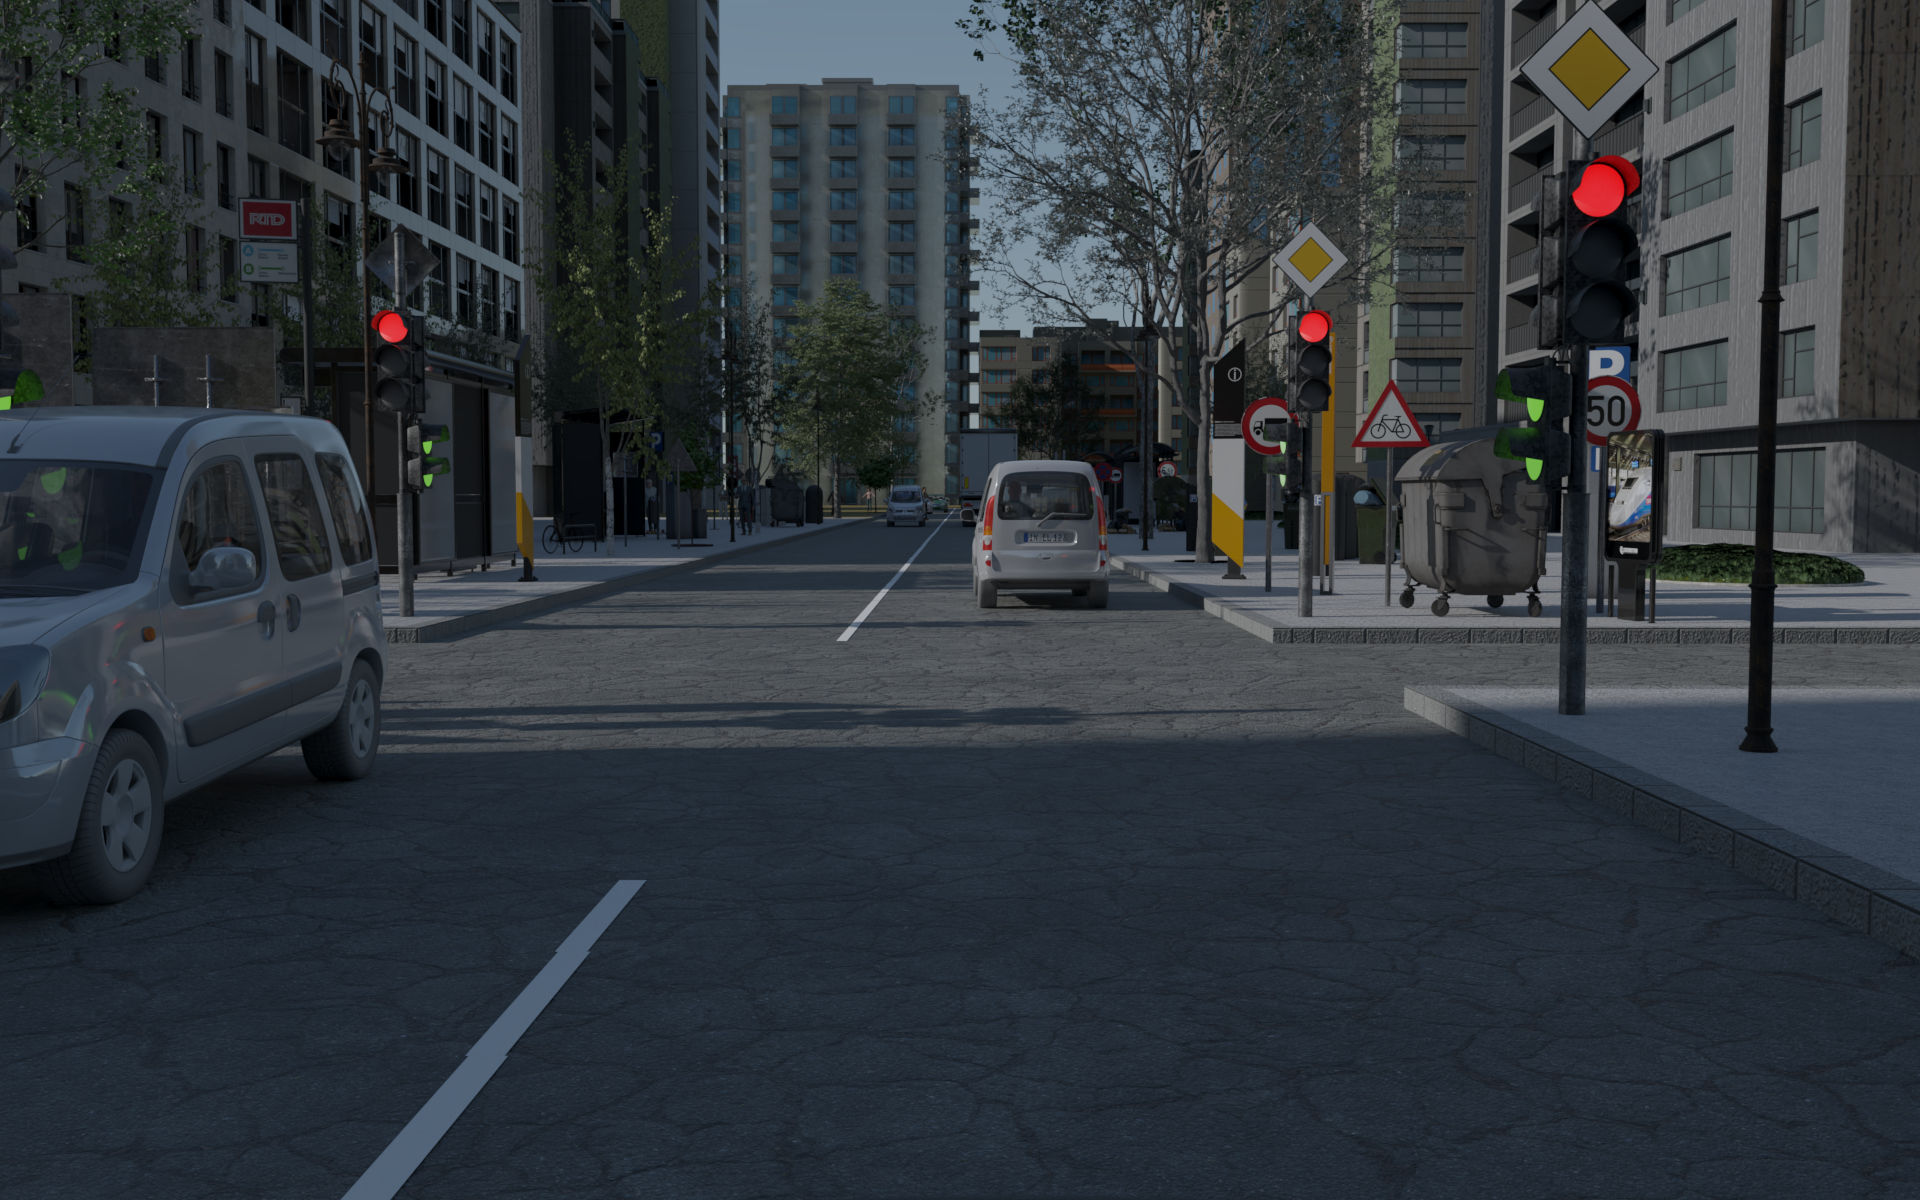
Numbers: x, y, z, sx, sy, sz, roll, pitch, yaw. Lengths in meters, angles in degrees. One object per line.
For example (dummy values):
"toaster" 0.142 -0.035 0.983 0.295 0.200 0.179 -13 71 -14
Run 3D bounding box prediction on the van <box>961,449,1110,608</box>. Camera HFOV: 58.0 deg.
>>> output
"van" 1.021 -0.984 23.106 2.013 2.044 4.112 0 4 -1

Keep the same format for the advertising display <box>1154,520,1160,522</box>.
"advertising display" 8.663 -4.474 78.368 0.974 1.923 0.123 -1 4 -21

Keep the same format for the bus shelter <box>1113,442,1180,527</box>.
"bus shelter" 7.542 -4.646 69.880 2.014 3.302 5.546 0 4 0

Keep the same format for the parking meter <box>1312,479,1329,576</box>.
"parking meter" 5.647 -1.146 27.153 0.372 1.533 0.369 0 3 0

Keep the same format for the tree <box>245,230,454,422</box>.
"tree" -17.089 -5.961 47.818 4.360 8.622 3.978 0 3 0

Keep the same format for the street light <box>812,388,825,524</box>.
"street light" -5.967 -6.125 72.939 0.468 5.910 1.993 0 4 0

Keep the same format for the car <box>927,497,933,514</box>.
"car" -2.947 -6.867 124.640 2.083 1.381 4.827 0 4 2

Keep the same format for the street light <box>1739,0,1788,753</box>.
"street light" 3.994 -2.183 8.485 0.468 5.910 1.993 0 4 0

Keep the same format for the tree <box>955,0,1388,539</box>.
"tree" 6.808 -11.835 49.391 12.611 20.169 13.585 0 3 0

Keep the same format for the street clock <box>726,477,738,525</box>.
"street clock" -9.599 -4.175 72.830 0.471 2.002 0.358 -1 4 -17

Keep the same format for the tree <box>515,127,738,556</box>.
"tree" -7.009 -5.207 35.496 4.737 8.622 4.395 0 3 0

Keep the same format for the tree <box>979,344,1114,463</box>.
"tree" 5.898 -10.607 107.836 7.601 10.594 8.767 1 4 20

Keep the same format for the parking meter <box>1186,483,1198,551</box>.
"parking meter" 5.264 -1.862 38.858 0.372 1.533 0.369 0 3 0

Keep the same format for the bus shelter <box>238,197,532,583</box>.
"bus shelter" -8.658 -2.971 26.215 2.179 5.291 8.768 0 4 0

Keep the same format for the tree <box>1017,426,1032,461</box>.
"tree" 4.783 -12.792 159.509 4.737 8.622 4.395 0 3 0

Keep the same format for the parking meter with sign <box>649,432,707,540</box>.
"parking meter with sign" -7.973 -3.242 49.263 0.543 3.016 1.738 3 4 39

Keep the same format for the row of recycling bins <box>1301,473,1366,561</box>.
"row of recycling bins" 7.568 -1.690 34.744 1.069 1.692 3.534 1 4 22

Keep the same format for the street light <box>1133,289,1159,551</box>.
"street light" 4.208 -4.059 39.157 0.468 5.910 1.993 0 4 0

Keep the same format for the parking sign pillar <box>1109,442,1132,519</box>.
"parking sign pillar" 8.197 -6.163 89.233 1.447 3.967 1.447 0 4 -7

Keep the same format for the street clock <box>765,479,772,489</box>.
"street clock" -8.960 -4.685 81.172 0.358 2.002 0.471 1 4 11

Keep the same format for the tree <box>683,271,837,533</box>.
"tree" -6.620 -6.523 57.010 4.360 8.622 3.978 0 3 0

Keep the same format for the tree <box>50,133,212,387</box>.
"tree" -17.028 -5.246 36.132 4.737 8.622 4.395 0 3 0

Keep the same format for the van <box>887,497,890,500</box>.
"van" -3.681 -6.410 111.807 2.013 2.044 4.112 0 4 0

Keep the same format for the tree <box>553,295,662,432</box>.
"tree" -13.970 -6.887 62.960 4.360 8.622 3.978 0 3 0

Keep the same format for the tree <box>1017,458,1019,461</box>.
"tree" 4.954 -10.375 153.347 4.285 4.588 4.351 0 3 0

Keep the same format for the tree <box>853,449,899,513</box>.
"tree" -5.735 -8.281 119.106 4.285 4.588 4.351 0 3 0

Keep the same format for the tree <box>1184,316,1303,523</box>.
"tree" 11.616 -7.453 72.215 4.360 8.622 3.978 0 3 0

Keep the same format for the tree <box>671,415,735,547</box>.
"tree" -6.596 -2.915 42.256 1.663 3.219 1.824 0 3 0

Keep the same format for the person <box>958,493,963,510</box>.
"person" 0.220 -4.811 87.341 0.592 1.802 0.473 2 4 27

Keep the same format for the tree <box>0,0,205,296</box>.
"tree" -15.953 -6.164 26.534 9.928 11.665 9.643 0 3 0

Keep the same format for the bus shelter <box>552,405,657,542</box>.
"bus shelter" -9.961 -3.528 48.960 1.731 3.624 6.357 0 3 0

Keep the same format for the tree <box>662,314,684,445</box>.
"tree" -10.451 -7.246 68.837 4.360 8.622 3.978 0 3 0

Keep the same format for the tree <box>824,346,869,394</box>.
"tree" -7.341 -19.107 168.280 12.611 20.169 13.585 0 3 0

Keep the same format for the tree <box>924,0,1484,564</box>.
"tree" 4.443 -7.438 31.981 12.009 13.543 11.850 0 3 0

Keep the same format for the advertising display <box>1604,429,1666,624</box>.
"advertising display" 6.824 -0.755 17.558 0.123 1.923 0.974 0 4 -6

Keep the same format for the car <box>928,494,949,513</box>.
"car" -1.865 -7.450 133.609 2.131 1.459 4.920 0 4 1

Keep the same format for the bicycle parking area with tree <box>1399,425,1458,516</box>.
"bicycle parking area with tree" 20.780 -5.316 73.919 9.016 4.147 8.231 3 5 42

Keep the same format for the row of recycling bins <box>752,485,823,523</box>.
"row of recycling bins" -7.631 -4.244 76.499 3.534 1.692 1.069 2 4 25

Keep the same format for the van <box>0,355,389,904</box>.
"van" -3.776 -0.020 7.333 2.013 2.044 4.112 0 4 -2

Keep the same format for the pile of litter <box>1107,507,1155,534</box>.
"pile of litter" 5.155 -2.554 55.730 1.176 0.858 1.719 -3 5 -43

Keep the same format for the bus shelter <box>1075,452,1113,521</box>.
"bus shelter" 6.621 -5.592 85.360 2.014 3.302 5.546 0 4 0

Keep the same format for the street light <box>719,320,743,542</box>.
"street light" -6.076 -4.486 46.129 0.468 5.910 1.993 0 4 0

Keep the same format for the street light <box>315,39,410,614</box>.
"street light" -6.240 -2.781 18.255 0.468 5.910 1.993 0 4 0

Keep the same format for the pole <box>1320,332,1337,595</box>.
"pole" 4.684 -1.723 22.009 0.158 3.312 0.155 0 3 0

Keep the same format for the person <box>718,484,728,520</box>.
"person" -11.650 -4.805 85.153 0.519 1.759 0.362 0 4 1

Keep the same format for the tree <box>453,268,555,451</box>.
"tree" -16.170 -6.531 57.150 4.360 8.622 3.978 0 3 0

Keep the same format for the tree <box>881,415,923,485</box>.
"tree" -5.509 -12.637 156.978 4.737 8.622 4.395 0 3 0

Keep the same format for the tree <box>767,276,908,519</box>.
"tree" -6.051 -10.544 90.516 7.486 12.596 7.792 0 3 0

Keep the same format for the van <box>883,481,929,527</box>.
"van" -2.380 -4.277 76.935 2.013 2.044 4.112 0 3 0

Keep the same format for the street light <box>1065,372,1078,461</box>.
"street light" 4.226 -5.699 65.967 0.468 5.910 1.993 0 4 0

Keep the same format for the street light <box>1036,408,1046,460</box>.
"street light" 4.347 -7.339 92.777 0.468 5.910 1.993 0 4 0

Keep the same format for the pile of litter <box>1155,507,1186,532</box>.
"pile of litter" 7.263 -2.770 59.257 1.719 0.858 1.176 -2 4 -30

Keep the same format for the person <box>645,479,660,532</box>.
"person" -10.357 -3.118 57.510 0.782 1.767 0.515 -1 4 -13

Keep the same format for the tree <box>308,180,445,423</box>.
"tree" -14.748 -5.589 41.736 4.737 8.622 4.395 0 3 0

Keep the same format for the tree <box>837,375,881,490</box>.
"tree" -6.904 -9.115 99.392 4.360 8.622 3.978 0 3 0

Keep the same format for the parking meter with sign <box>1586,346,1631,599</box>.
"parking meter with sign" 8.007 -1.536 21.370 0.543 3.016 1.738 2 4 25
